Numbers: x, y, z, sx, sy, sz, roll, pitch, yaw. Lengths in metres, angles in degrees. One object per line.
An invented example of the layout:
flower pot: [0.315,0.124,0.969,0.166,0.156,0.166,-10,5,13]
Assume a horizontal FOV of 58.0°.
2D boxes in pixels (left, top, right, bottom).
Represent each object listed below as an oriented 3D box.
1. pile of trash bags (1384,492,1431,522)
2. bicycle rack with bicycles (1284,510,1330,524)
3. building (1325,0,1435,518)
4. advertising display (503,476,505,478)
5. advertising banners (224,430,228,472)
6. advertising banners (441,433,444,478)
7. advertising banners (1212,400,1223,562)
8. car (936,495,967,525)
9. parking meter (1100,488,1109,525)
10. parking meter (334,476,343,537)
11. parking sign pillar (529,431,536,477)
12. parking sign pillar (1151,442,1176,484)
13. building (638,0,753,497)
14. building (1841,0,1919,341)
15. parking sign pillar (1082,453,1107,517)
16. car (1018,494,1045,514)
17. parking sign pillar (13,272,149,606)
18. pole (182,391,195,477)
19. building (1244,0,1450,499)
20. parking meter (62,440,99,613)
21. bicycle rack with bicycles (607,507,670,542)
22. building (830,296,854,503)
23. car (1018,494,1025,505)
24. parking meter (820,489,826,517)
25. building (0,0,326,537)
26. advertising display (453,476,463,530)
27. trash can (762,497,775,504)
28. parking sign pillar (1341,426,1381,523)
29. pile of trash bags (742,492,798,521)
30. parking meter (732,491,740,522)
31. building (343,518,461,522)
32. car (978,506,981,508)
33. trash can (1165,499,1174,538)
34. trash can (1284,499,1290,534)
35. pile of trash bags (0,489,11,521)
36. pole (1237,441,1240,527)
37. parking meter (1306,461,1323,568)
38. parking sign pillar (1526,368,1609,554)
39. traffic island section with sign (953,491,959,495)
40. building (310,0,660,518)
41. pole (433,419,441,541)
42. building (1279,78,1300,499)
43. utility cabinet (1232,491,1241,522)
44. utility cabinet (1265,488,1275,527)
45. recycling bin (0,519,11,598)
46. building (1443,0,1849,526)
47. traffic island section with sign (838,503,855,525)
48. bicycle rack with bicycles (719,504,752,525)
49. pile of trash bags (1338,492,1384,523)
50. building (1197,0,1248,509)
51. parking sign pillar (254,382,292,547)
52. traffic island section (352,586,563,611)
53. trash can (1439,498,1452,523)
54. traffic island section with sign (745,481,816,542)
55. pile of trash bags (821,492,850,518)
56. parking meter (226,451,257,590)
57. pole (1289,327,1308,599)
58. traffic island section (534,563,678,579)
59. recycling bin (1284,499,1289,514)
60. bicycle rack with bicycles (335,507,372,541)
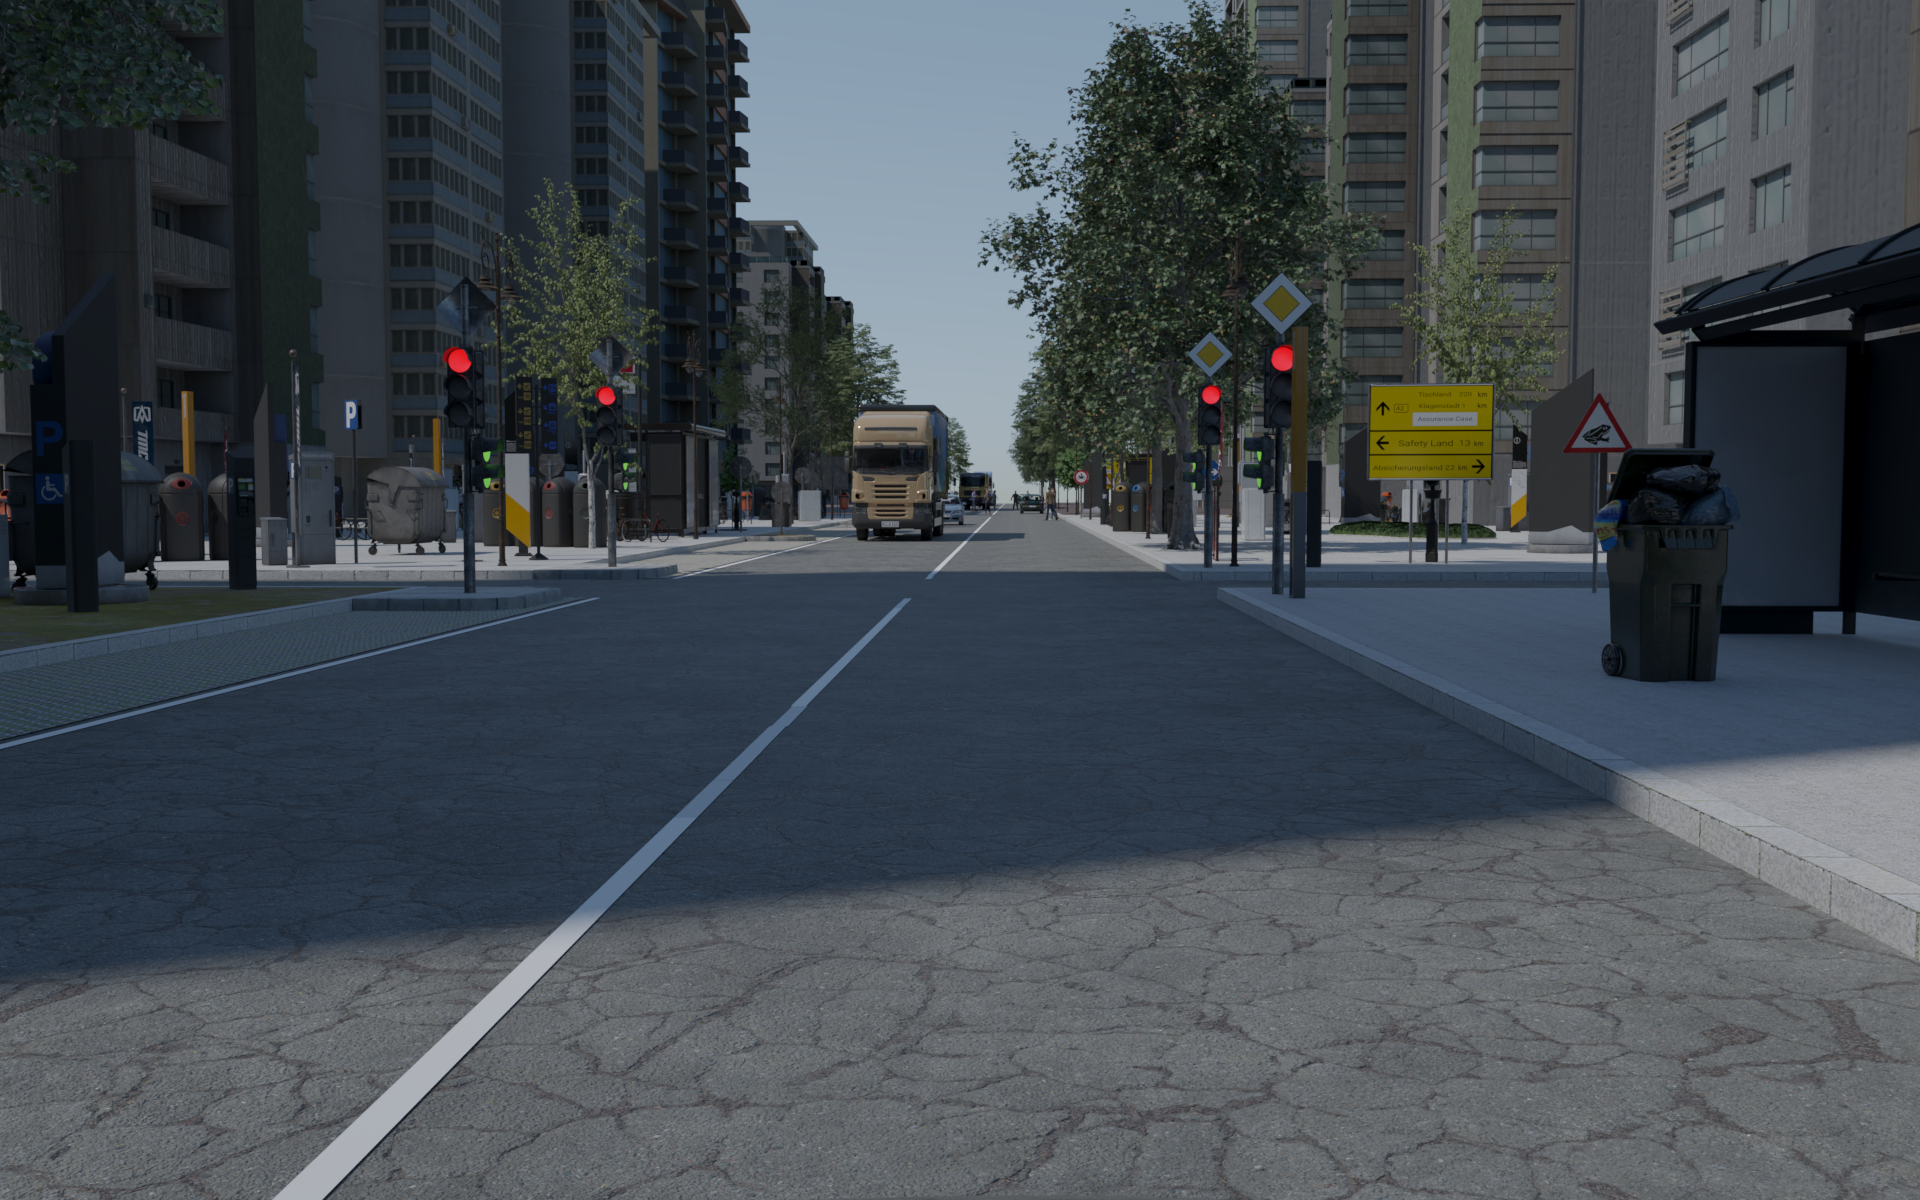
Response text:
pile of trash bags: [18.192,-3.607,68.732,1.912,1.369,3.447,2,4,23]
bicycle rack with bicycles: [14.417,-3.677,73.504,2.852,0.926,2.925,-1,4,-17]
building: [27.429,-19.919,97.383,14.160,30.474,14.107,0,4,2]
advertising display: [-16.662,-3.501,62.461,0.123,1.923,0.974,-3,5,-42]
advertising banners: [-19.629,-3.091,46.723,0.090,3.025,2.074,-2,4,-32]
advertising banners: [-14.764,-3.247,49.273,0.090,3.025,2.074,-1,4,-12]
advertising banners: [4.925,-2.263,33.192,0.090,3.025,2.074,0,4,5]
car: [-0.690,-4.194,80.575,2.014,1.417,4.499,0,4,0]
parking meter: [6.038,-3.904,72.249,0.372,1.533,0.369,0,3,0]
parking meter: [-18.456,-2.782,51.202,0.399,1.863,0.255,-2,4,-32]
parking sign pillar: [-13.319,-3.920,52.559,1.447,3.967,1.447,-2,4,-35]
parking sign pillar: [10.149,-5.944,85.661,1.447,3.967,1.447,-1,4,-12]
building: [-29.567,-29.972,144.667,22.147,44.769,28.867,0,4,2]
building: [28.782,-22.265,47.624,14.086,41.232,14.154,0,4,2]
parking sign pillar: [7.452,-6.545,95.486,1.447,3.967,1.447,3,5,41]
car: [5.243,-7.147,126.646,2.009,1.686,4.222,0,4,1]
parking sign pillar: [-10.452,-1.959,20.503,1.447,3.967,1.447,0,4,0]
pole: [-15.352,-2.487,34.509,0.158,3.312,0.155,0,3,0]
building: [29.458,-27.754,137.380,14.154,41.232,14.086,0,4,2]
parking meter: [-9.597,-0.806,18.897,0.255,1.863,0.399,-3,5,-39]
bicycle rack with bicycles: [-9.443,-2.013,46.290,2.852,0.926,2.925,-3,4,-38]
building: [-22.834,-29.211,249.303,14.160,30.474,14.107,0,4,2]
car: [7.595,-11.970,207.506,2.131,1.459,4.920,0,4,1]
parking meter: [-7.647,-5.567,96.730,0.255,1.863,0.399,-2,4,-31]
building: [-28.615,-17.083,51.004,14.160,30.474,14.107,0,4,2]
advertising display: [-17.590,-3.456,61.724,0.974,1.923,0.123,0,4,1]
trash can: [-9.926,-4.787,89.920,0.748,1.137,0.748,0,3,0]
parking sign pillar: [14.024,-4.409,60.562,1.447,3.967,1.447,0,4,-6]
pile of trash bags: [-9.189,-4.580,84.641,3.447,1.369,1.912,-3,4,-38]
parking meter: [-10.173,-4.309,78.869,0.372,1.533,0.369,0,3,0]
building: [-36.810,-24.148,86.698,32.217,40.220,23.993,0,4,2]
car: [1.325,-10.454,181.142,2.015,1.641,3.980,0,4,3]
trash can: [6.024,-2.208,47.749,0.748,1.137,0.748,0,3,0]
trash can: [10.336,-2.663,55.191,0.748,1.137,0.748,0,3,0]
pile of trash bags: [-19.185,-1.455,33.550,3.447,1.369,1.912,2,4,27]
pole: [10.715,-4.473,66.979,0.158,3.312,0.155,0,3,0]
parking meter: [6.216,-1.509,30.386,0.255,1.863,0.399,1,4,13]
parking sign pillar: [13.136,-3.013,37.734,1.447,3.967,1.447,3,4,36]
traffic island section with sign: [0.410,-14.150,239.975,1.989,1.847,2.006,0,4,2]
building: [-34.896,-26.070,118.118,32.217,40.220,23.993,0,4,2]
pole: [-14.189,-3.254,47.054,0.158,3.312,0.155,0,3,0]
building: [29.490,-21.525,123.630,14.160,30.474,14.107,0,4,2]
utility cabinet: [12.891,-4.260,78.326,1.173,1.500,0.318,2,4,31]
utility cabinet: [11.820,-3.554,66.792,0.318,1.500,1.173,2,4,33]
recycling bin: [-12.184,-0.530,21.224,0.722,1.027,0.722,0,4,-1]
building: [27.834,-23.938,74.976,14.154,41.232,14.086,0,4,2]
traffic island section with sign: [-4.590,-4.387,80.351,1.989,1.847,2.006,0,4,2]
bicycle rack with bicycles: [-10.318,-3.678,73.515,2.852,0.926,2.925,3,5,43]
pile of trash bags: [18.676,-4.207,78.534,1.912,1.369,3.447,3,5,40]
building: [32.752,-43.801,154.402,20.563,71.187,20.611,0,4,2]
parking sign pillar: [-16.867,-3.296,42.365,1.447,3.967,1.447,-3,4,-36]
traffic island section: [-6.393,-0.015,22.534,2.009,0.180,2.903,0,4,2]
trash can: [16.298,-2.884,58.815,0.748,1.137,0.748,0,3,0]
traffic island section with sign: [-5.440,-2.707,52.892,1.989,1.847,2.006,0,4,2]
pile of trash bags: [-7.563,-5.041,92.179,3.447,1.369,1.912,0,4,2]
parking meter: [-9.665,-1.076,23.297,0.255,1.863,0.399,-3,5,-44]
pole: [4.155,-1.676,21.249,0.158,3.312,0.155,0,3,0]
traffic island section: [-6.143,-0.504,30.515,2.009,0.180,2.903,0,4,2]
recycling bin: [14.861,-4.178,80.864,0.722,1.027,0.722,-3,5,-44]
bicycle rack with bicycles: [-16.500,-2.149,48.523,2.925,0.926,2.852,1,4,22]
